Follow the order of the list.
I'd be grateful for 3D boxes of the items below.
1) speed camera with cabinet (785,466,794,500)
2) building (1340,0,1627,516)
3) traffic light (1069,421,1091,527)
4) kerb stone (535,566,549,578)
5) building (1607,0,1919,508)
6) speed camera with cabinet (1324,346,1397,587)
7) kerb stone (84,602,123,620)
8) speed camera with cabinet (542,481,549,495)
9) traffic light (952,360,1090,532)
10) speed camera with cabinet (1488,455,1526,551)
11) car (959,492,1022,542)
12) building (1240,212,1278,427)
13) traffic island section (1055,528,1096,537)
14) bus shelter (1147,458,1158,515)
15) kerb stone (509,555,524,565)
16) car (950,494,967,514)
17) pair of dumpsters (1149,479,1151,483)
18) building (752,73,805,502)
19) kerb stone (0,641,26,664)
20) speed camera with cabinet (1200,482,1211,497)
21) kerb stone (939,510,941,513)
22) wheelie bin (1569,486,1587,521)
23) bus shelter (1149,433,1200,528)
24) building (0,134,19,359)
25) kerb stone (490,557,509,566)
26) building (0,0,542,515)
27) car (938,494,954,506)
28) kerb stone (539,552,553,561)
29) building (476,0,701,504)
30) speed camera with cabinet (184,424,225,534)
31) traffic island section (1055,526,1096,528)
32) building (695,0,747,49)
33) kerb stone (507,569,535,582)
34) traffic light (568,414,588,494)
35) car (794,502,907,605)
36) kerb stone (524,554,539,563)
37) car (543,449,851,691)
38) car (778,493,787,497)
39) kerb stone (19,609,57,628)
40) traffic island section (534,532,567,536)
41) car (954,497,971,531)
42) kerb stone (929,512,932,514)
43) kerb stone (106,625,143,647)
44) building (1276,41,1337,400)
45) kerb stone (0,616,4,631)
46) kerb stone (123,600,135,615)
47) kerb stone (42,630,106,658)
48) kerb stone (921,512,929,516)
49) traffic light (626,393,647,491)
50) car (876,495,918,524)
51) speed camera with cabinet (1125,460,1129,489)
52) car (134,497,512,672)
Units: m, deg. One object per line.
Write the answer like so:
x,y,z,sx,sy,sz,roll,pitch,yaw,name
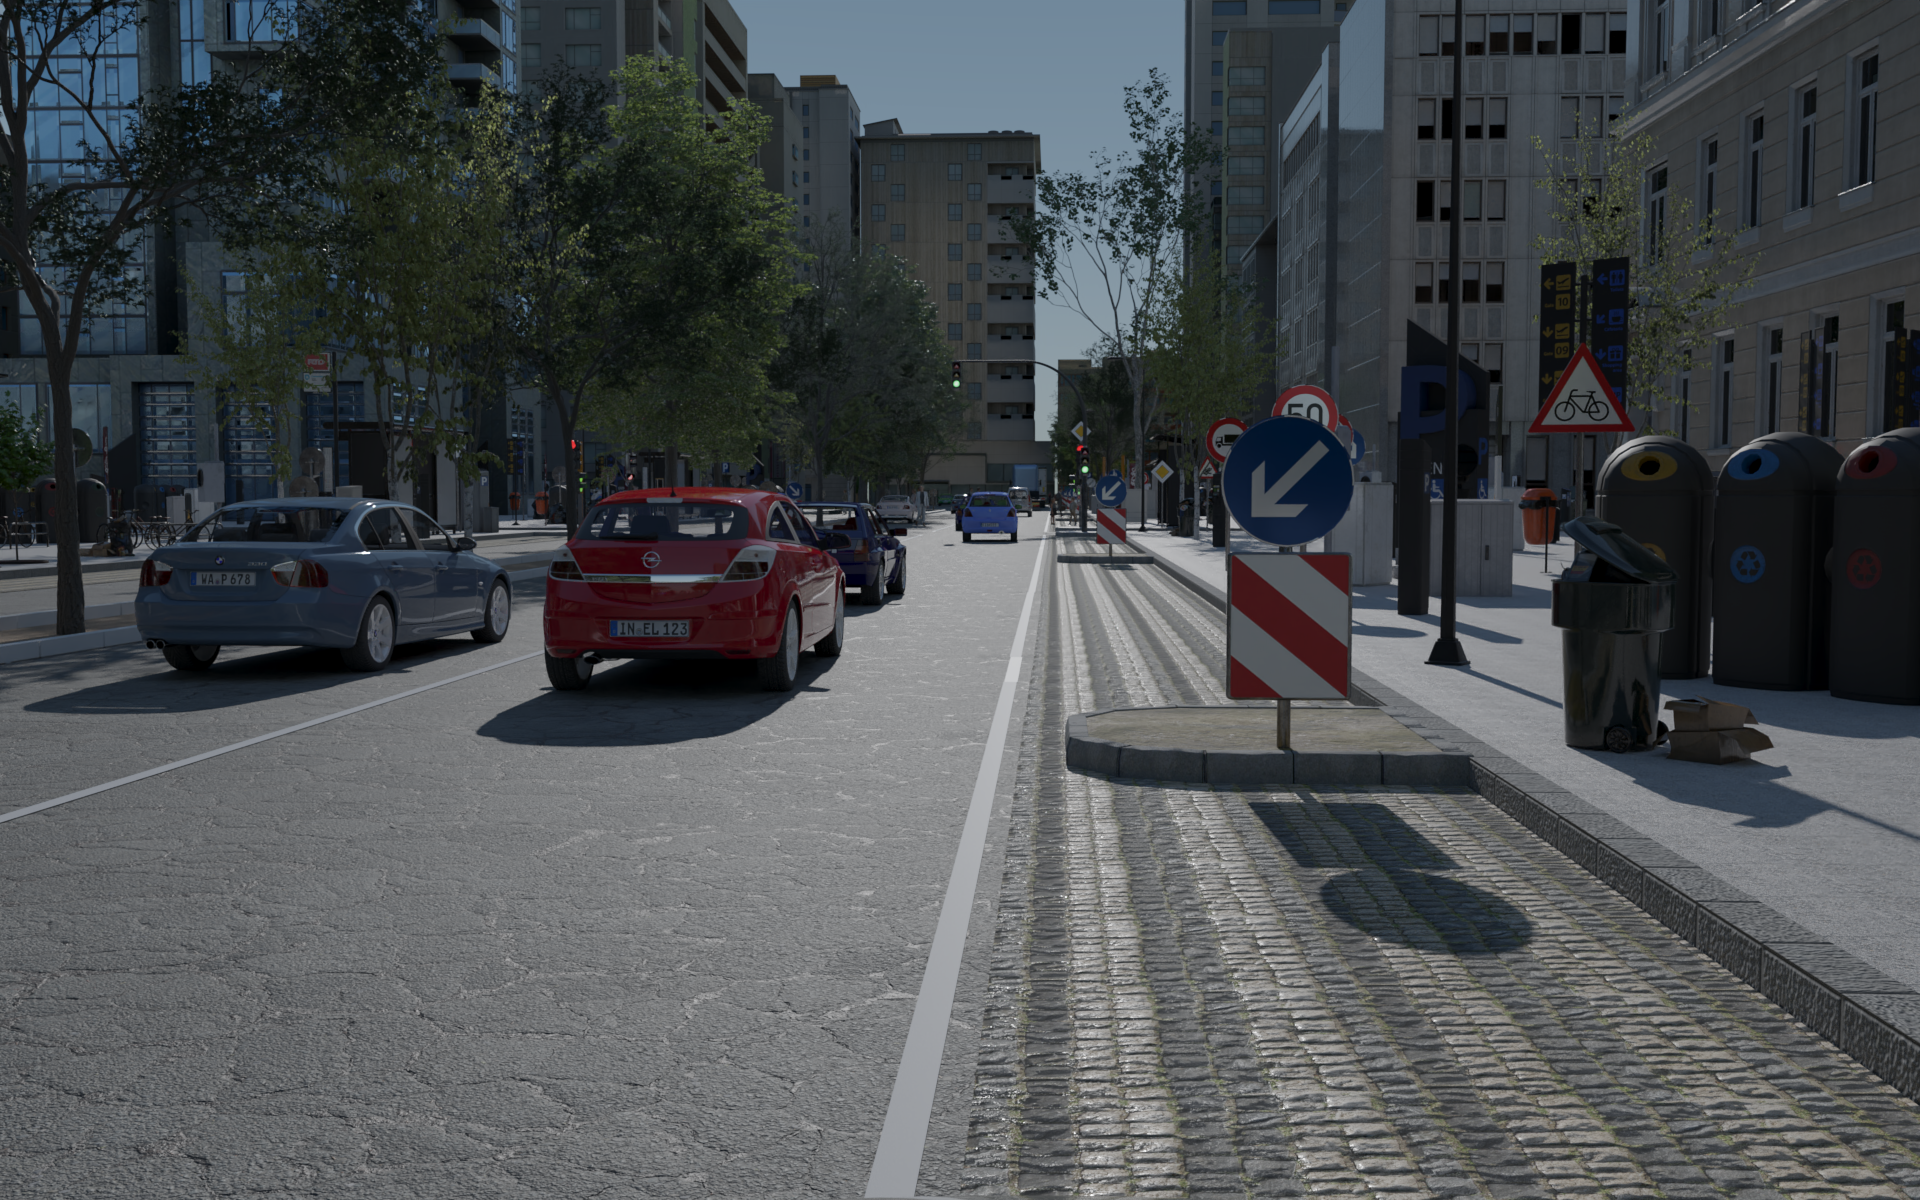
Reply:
-11.764,-7.735,120.799,0.660,3.252,2.038,0,4,3,speed camera with cabinet
28.678,-16.092,81.128,19.932,24.808,12.078,0,4,3,building
4.637,-4.757,66.691,0.839,4.253,0.868,0,4,3,traffic light
-7.295,-0.470,29.956,0.120,0.150,1.000,0,4,3,kerb stone
22.899,-15.232,34.949,13.634,28.700,20.117,0,4,3,building
5.313,-1.811,23.952,0.660,3.252,2.038,3,4,38,speed camera with cabinet
-9.946,0.144,19.846,0.120,0.150,1.000,0,4,3,kerb stone
-28.699,-7.536,117.549,0.660,3.252,2.038,1,4,23,speed camera with cabinet
2.110,-5.139,58.689,4.771,5.953,1.251,0,4,3,traffic light
12.427,-2.799,40.102,0.660,3.252,2.038,0,4,-6,speed camera with cabinet
0.940,-2.672,53.283,1.945,1.707,3.694,0,4,2,car
28.960,-18.749,125.614,14.314,24.678,30.058,0,4,3,building
4.243,-2.235,58.829,2.009,0.180,2.903,0,4,3,traffic island section
10.987,-5.958,91.343,2.014,3.302,5.546,0,4,3,bus shelter
-9.116,-0.789,35.164,0.120,0.150,1.000,0,4,3,kerb stone
0.261,-7.055,127.352,2.014,1.417,4.499,0,4,3,car
11.691,-6.184,103.602,1.574,2.255,4.437,0,4,3,pair of dumpsters
-29.753,-35.102,197.625,21.600,48.544,21.300,0,4,3,building
-8.125,0.463,14.621,0.120,0.150,1.000,0,4,3,kerb stone
18.856,-8.657,135.877,0.660,3.252,2.038,-2,4,-25,speed camera with cabinet
-1.740,-6.707,131.891,0.120,0.150,1.000,0,4,3,kerb stone
23.536,-3.568,66.243,0.693,1.594,0.980,-1,4,-23,wheelie bin
8.580,-4.769,69.257,1.731,3.624,6.357,0,4,3,bus shelter
-65.424,-15.192,93.421,28.899,21.520,27.650,0,4,3,building
-9.160,-0.728,34.143,0.120,0.150,1.000,0,4,3,kerb stone
-36.797,-47.761,93.568,22.319,86.520,31.000,0,4,3,building
-1.646,-12.039,205.636,1.959,1.807,4.718,0,4,2,car
-8.995,-0.919,37.214,0.120,0.150,1.000,0,4,3,kerb stone
-27.731,-27.222,128.672,14.154,41.232,14.086,0,4,3,building
-21.449,-3.350,49.113,0.660,3.252,2.038,-3,4,-38,speed camera with cabinet
4.677,-2.723,66.802,2.009,0.180,2.903,0,4,3,traffic island section
-31.262,-32.478,154.709,21.300,48.544,21.600,0,4,3,building
-7.348,-0.405,28.931,0.120,0.150,1.000,0,4,3,kerb stone
-13.283,-4.326,59.650,0.839,4.253,0.868,0,4,3,traffic light
-1.744,-0.680,23.698,1.945,1.354,3.894,0,4,5,car
-9.052,-0.856,36.186,0.120,0.150,1.000,0,4,3,kerb stone
-2.013,-0.309,14.092,2.155,1.783,4.494,0,4,3,car
-8.696,-4.301,79.912,1.945,1.707,3.694,0,4,1,car
-10.003,0.207,18.819,0.120,0.150,1.000,0,4,3,kerb stone
-13.322,-2.294,59.787,2.009,0.180,2.903,0,4,3,traffic island section
0.725,-3.474,69.380,1.945,1.354,3.894,0,4,2,car
-2.238,-6.143,122.673,0.120,0.150,1.000,0,4,3,kerb stone
-8.013,0.338,16.662,0.120,0.150,1.000,0,4,3,kerb stone
25.726,-17.277,100.497,12.078,24.808,19.932,0,4,3,building
-10.051,0.269,17.798,0.120,0.150,1.000,0,4,3,kerb stone
-9.889,0.081,20.866,0.120,0.150,1.000,0,4,3,kerb stone
-8.067,0.401,15.641,0.120,0.150,1.000,0,4,3,kerb stone
-2.411,-5.952,119.607,0.120,0.150,1.000,0,4,3,kerb stone
-10.755,-5.681,67.545,4.771,5.953,1.251,0,4,3,traffic light
-3.102,-4.469,85.424,2.083,1.381,4.827,0,4,3,car
10.323,-6.428,99.429,2.038,3.252,0.660,3,4,38,speed camera with cabinet
-5.430,-0.202,15.312,2.014,1.417,4.499,0,4,5,car
